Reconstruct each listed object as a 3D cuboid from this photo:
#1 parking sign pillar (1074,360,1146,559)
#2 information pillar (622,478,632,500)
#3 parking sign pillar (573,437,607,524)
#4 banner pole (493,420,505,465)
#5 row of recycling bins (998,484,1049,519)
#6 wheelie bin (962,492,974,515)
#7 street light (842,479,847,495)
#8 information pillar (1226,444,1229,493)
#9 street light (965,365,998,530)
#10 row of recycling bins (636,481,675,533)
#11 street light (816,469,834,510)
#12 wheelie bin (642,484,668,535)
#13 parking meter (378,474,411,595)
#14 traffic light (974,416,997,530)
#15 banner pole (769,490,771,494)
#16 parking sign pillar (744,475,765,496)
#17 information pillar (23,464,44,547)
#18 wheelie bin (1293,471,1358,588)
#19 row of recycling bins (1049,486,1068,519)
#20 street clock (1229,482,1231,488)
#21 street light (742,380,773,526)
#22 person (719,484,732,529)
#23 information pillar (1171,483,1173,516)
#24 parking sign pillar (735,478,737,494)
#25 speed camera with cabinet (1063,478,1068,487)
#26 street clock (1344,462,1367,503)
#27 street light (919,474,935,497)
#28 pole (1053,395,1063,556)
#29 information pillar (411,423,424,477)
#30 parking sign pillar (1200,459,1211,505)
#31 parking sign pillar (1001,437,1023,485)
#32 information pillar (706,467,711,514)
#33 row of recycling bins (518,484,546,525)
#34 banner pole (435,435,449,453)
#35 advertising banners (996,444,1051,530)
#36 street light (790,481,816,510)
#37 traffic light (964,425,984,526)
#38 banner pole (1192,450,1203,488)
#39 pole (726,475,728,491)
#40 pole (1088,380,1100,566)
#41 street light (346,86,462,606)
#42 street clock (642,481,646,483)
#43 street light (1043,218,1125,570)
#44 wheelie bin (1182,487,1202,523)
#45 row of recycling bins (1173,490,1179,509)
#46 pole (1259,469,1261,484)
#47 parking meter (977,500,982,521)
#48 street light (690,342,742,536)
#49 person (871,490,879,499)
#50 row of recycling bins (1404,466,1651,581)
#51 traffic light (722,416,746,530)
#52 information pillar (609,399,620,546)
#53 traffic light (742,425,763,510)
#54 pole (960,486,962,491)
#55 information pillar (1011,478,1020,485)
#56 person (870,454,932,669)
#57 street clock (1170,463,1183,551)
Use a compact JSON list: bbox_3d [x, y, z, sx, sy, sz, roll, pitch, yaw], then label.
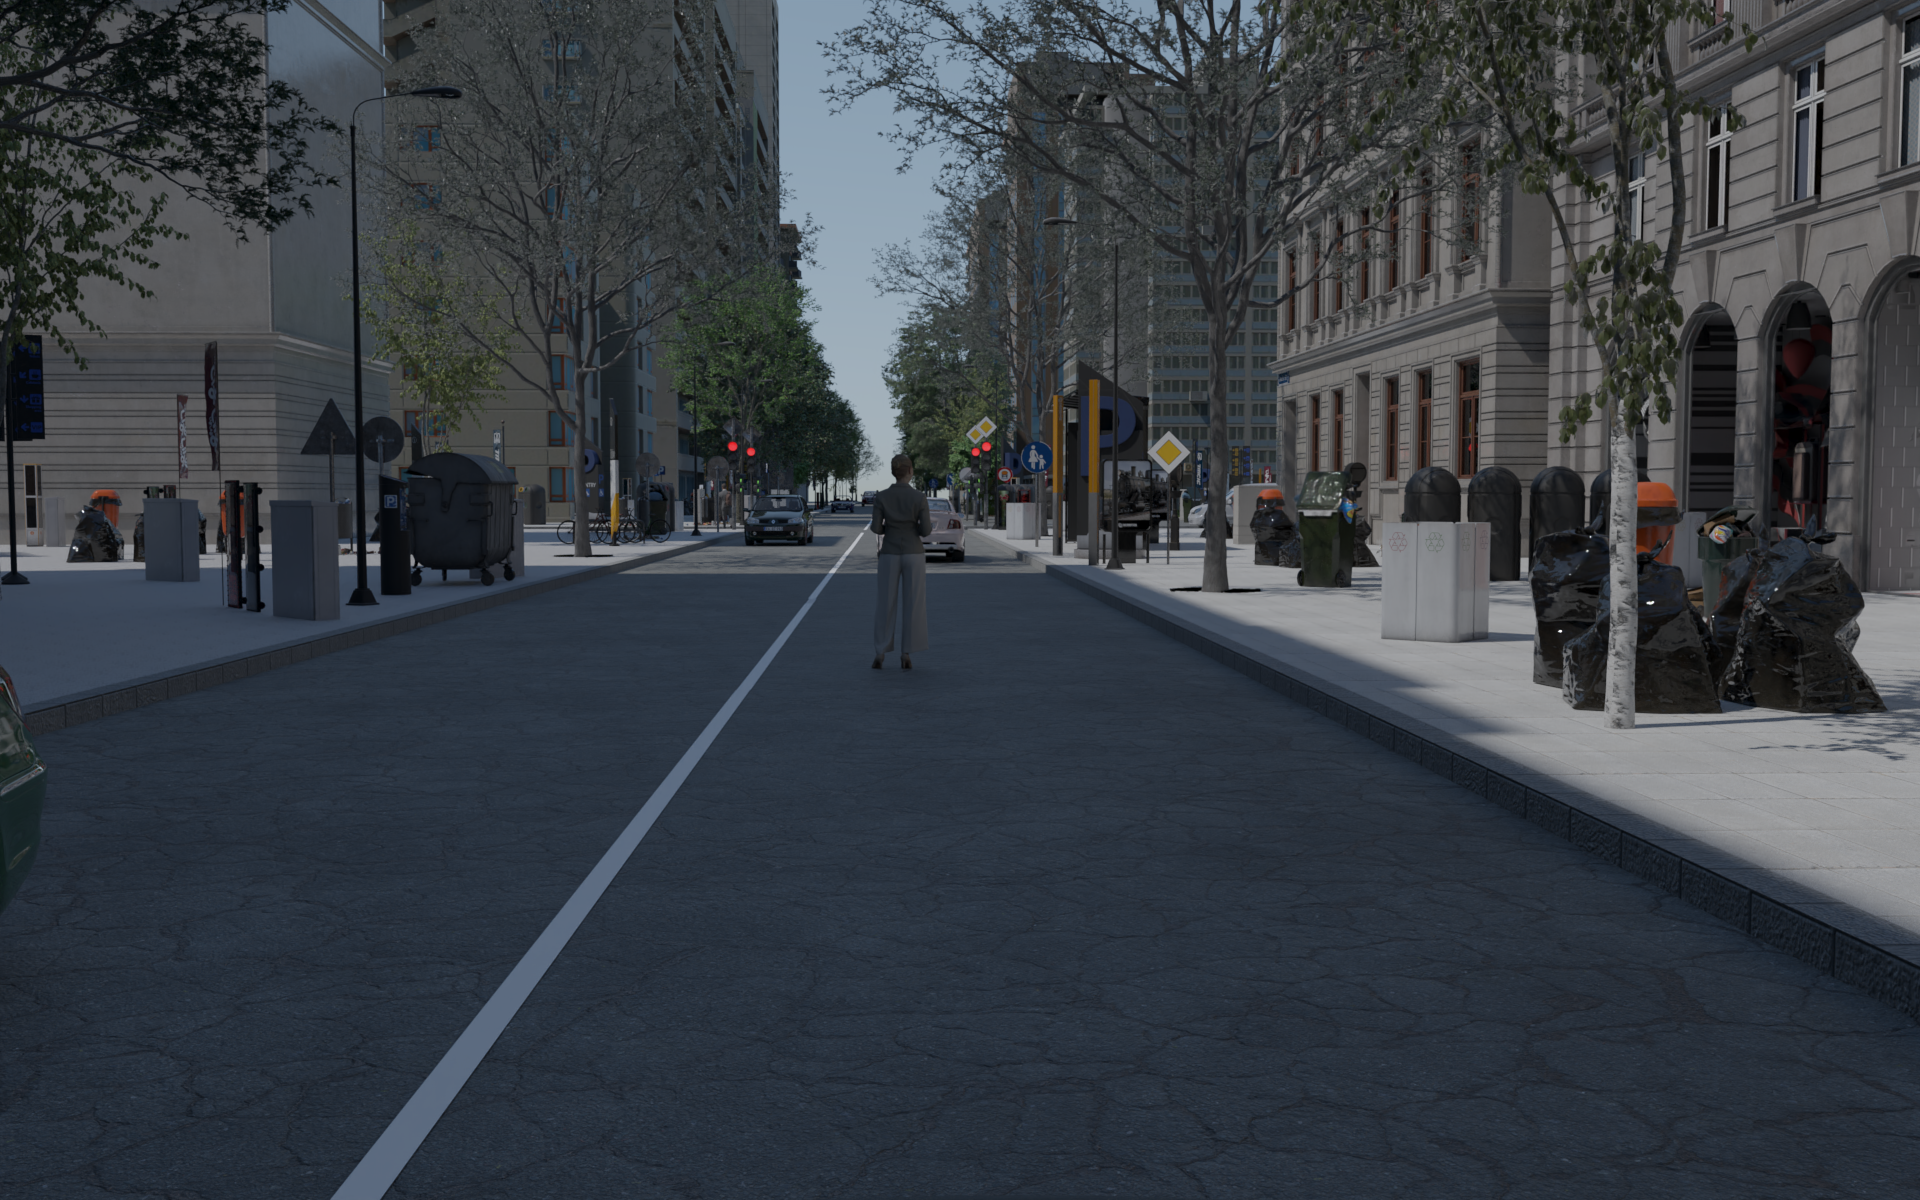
[{"bbox_3d":[2.999,-2.818,34.543,1.447,3.967,1.447,0,4,7],"label":"parking sign pillar"},{"bbox_3d":[-15.486,-4.655,80.600,0.304,2.012,0.304,1,4,20],"label":"information pillar"},{"bbox_3d":[-15.971,-5.266,74.566,1.447,3.967,1.447,2,4,26],"label":"parking sign pillar"},{"bbox_3d":[-15.633,-4.212,58.883,0.863,3.779,0.401,3,5,43],"label":"banner pole"},{"bbox_3d":[2.468,-3.998,72.478,1.069,1.692,3.534,2,4,25],"label":"row of recycling bins"},{"bbox_3d":[0.560,-6.061,107.006,0.693,1.594,0.980,2,4,25],"label":"wheelie bin"},{"bbox_3d":[-12.536,-12.655,179.457,1.470,5.913,1.316,0,4,-2],"label":"street light"},{"bbox_3d":[10.646,-4.804,69.892,0.504,3.616,0.183,-3,4,-36],"label":"information pillar"},{"bbox_3d":[0.765,-5.493,62.357,1.470,5.913,1.316,0,4,-2],"label":"street light"},{"bbox_3d":[-10.194,-3.105,57.877,1.069,1.692,3.534,0,4,-1],"label":"row of recycling bins"},{"bbox_3d":[-10.868,-10.029,136.518,1.470,5.913,1.316,0,4,-2],"label":"street light"},{"bbox_3d":[-9.584,-2.843,54.395,0.693,1.594,0.980,-2,4,-34],"label":"wheelie bin"},{"bbox_3d":[-7.199,-0.835,22.071,0.372,1.533,0.369,0,3,0],"label":"parking meter"},{"bbox_3d":[0.920,-4.493,62.376,0.839,4.253,0.868,0,4,-2],"label":"traffic light"},{"bbox_3d":[-11.525,-7.031,104.967,0.401,3.779,0.863,0,4,-7],"label":"banner pole"},{"bbox_3d":[-16.218,-9.228,139.342,1.447,3.967,1.447,-3,5,-41],"label":"parking sign pillar"},{"bbox_3d":[-22.549,-2.304,42.162,0.304,2.012,0.304,0,4,-6],"label":"information pillar"},{"bbox_3d":[5.069,-0.984,23.995,0.980,1.594,0.693,3,4,38],"label":"wheelie bin"},{"bbox_3d":[5.570,-4.871,86.752,1.069,1.692,3.534,-3,5,-43],"label":"row of recycling bins"},{"bbox_3d":[14.846,-5.635,96.694,0.471,2.002,0.358,-1,4,-8],"label":"street clock"},{"bbox_3d":[-8.290,-5.983,70.368,1.470,5.913,1.316,0,4,-2],"label":"street light"},{"bbox_3d":[-8.934,-3.522,66.052,0.622,1.834,0.822,-1,4,-17],"label":"person"},{"bbox_3d":[10.296,-4.944,85.323,0.304,2.012,0.304,-1,4,-16],"label":"information pillar"},{"bbox_3d":[-18.212,-9.496,143.724,1.447,3.967,1.447,1,4,19],"label":"parking sign pillar"},{"bbox_3d":[5.410,-6.360,98.313,2.038,3.252,0.660,-3,5,-43],"label":"speed camera with cabinet"},{"bbox_3d":[9.023,-2.141,39.576,0.471,2.002,0.358,-1,4,-20],"label":"street clock"},{"bbox_3d":[-2.881,-11.181,155.356,1.470,5.913,1.316,0,4,-2],"label":"street light"},{"bbox_3d":[2.031,-2.571,35.874,0.158,3.312,0.155,0,3,0],"label":"pole"},{"bbox_3d":[-17.838,-4.013,56.973,0.504,3.616,0.183,2,4,29],"label":"information pillar"},{"bbox_3d":[18.943,-8.810,132.511,1.447,3.967,1.447,-2,4,-32],"label":"parking sign pillar"},{"bbox_3d":[2.461,-5.713,81.877,1.447,3.967,1.447,3,4,36],"label":"parking sign pillar"},{"bbox_3d":[-13.981,-6.419,96.301,0.183,3.616,0.504,1,4,15],"label":"information pillar"},{"bbox_3d":[-18.078,-4.048,73.297,1.069,1.692,3.534,-1,4,-19],"label":"row of recycling bins"},{"bbox_3d":[-21.713,-5.065,72.834,0.401,3.779,0.863,3,4,37],"label":"banner pole"},{"bbox_3d":[2.246,-3.976,61.203,2.074,3.025,0.090,2,4,23],"label":"advertising banners"},{"bbox_3d":[-9.552,-8.006,103.444,1.470,5.913,1.316,0,4,-2],"label":"street light"},{"bbox_3d":[0.607,-4.981,70.355,0.839,4.253,0.868,0,4,-2],"label":"traffic light"},{"bbox_3d":[11.945,-5.965,87.548,0.401,3.779,0.863,-3,5,-40],"label":"banner pole"},{"bbox_3d":[-19.358,-9.188,144.066,0.158,3.312,0.155,0,3,0],"label":"pole"},{"bbox_3d":[2.402,-2.273,31.013,0.158,3.312,0.155,0,3,0],"label":"pole"},{"bbox_3d":[-6.371,-2.895,19.874,1.470,5.913,1.316,0,4,-2],"label":"street light"},{"bbox_3d":[-16.845,-5.414,93.091,0.471,2.002,0.358,2,4,32],"label":"street clock"},{"bbox_3d":[2.091,-3.471,29.284,1.470,5.913,1.316,0,4,-2],"label":"street light"},{"bbox_3d":[10.377,-4.276,77.828,0.980,1.594,0.693,-3,4,-36],"label":"wheelie bin"},{"bbox_3d":[12.728,-6.493,113.272,3.534,1.692,1.069,-2,4,-29],"label":"row of recycling bins"},{"bbox_3d":[23.982,-8.843,138.427,0.158,3.312,0.155,0,3,0],"label":"pole"},{"bbox_3d":[0.889,-4.501,82.009,0.372,1.533,0.369,0,3,0],"label":"parking meter"},{"bbox_3d":[-7.547,-4.918,52.953,1.470,5.913,1.316,0,4,-2],"label":"street light"},{"bbox_3d":[-8.493,-10.373,177.726,1.348,1.869,0.705,-3,4,-36],"label":"person"},{"bbox_3d":[8.436,-1.141,25.765,3.534,1.692,1.069,1,4,9],"label":"row of recycling bins"},{"bbox_3d":[-8.084,-4.470,62.009,0.839,4.253,0.868,0,4,-2],"label":"traffic light"},{"bbox_3d":[-8.476,-3.126,42.470,0.183,3.616,0.504,-2,4,-25],"label":"information pillar"},{"bbox_3d":[-8.397,-4.958,69.988,0.839,4.253,0.868,0,4,-2],"label":"traffic light"},{"bbox_3d":[0.073,-8.379,130.842,0.158,3.312,0.155,0,3,0],"label":"pole"},{"bbox_3d":[2.484,-4.493,77.952,0.304,2.012,0.304,2,4,27],"label":"information pillar"},{"bbox_3d":[-0.473,-0.316,14.222,0.519,1.759,0.362,0,4,6],"label":"person"},{"bbox_3d":[4.862,-2.116,39.163,0.358,2.002,0.471,2,4,24],"label":"street clock"}]
